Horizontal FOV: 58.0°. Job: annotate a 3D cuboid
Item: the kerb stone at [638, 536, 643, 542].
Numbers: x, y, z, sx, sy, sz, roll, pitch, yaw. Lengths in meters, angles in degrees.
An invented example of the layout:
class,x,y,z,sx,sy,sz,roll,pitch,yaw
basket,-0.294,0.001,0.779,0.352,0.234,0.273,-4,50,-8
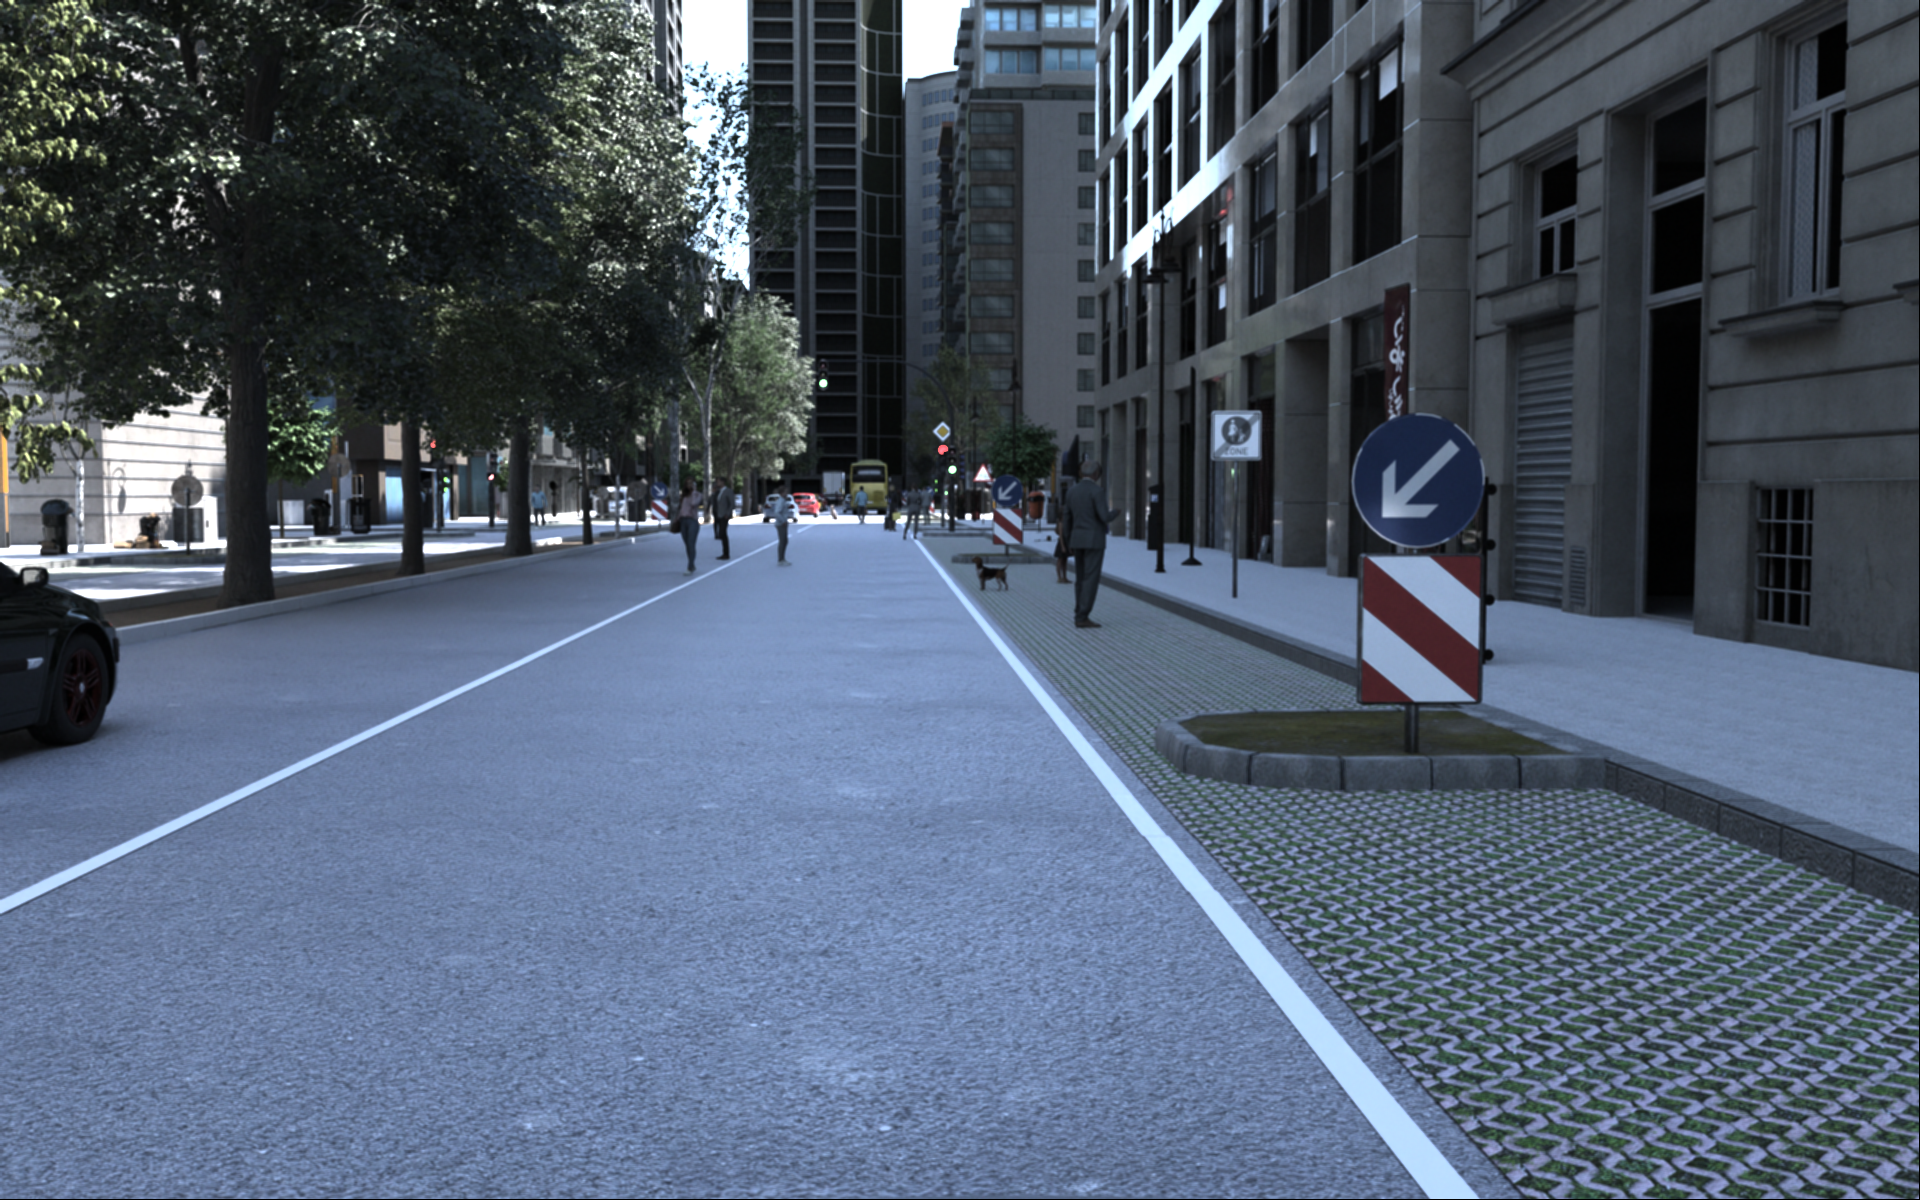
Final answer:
class,x,y,z,sx,sy,sz,roll,pitch,yaw
kerb stone,-9.669,-1.804,51.709,0.120,0.150,1.000,0,4,-3

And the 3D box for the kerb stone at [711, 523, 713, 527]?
class,x,y,z,sx,sy,sz,roll,pitch,yaw
kerb stone,-10.720,-3.153,73.746,0.120,0.150,1.000,0,4,-3

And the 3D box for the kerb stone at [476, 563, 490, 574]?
class,x,y,z,sx,sy,sz,roll,pitch,yaw
kerb stone,-8.703,-0.553,31.231,0.120,0.150,1.000,0,4,-3

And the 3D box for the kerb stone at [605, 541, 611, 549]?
class,x,y,z,sx,sy,sz,roll,pitch,yaw
kerb stone,-9.383,-1.428,45.551,0.120,0.150,1.000,0,4,-3

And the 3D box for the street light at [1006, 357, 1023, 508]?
class,x,y,z,sx,sy,sz,roll,pitch,yaw
street light,1.837,-5.252,58.659,0.468,5.910,1.993,0,4,-3

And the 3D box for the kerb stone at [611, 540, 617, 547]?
class,x,y,z,sx,sy,sz,roll,pitch,yaw
kerb stone,-9.431,-1.488,46.582,0.120,0.150,1.000,0,4,-3

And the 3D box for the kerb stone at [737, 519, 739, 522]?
class,x,y,z,sx,sy,sz,roll,pitch,yaw
kerb stone,-11.346,-3.962,87.057,0.120,0.150,1.000,0,4,-3

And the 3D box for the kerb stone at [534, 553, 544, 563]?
class,x,y,z,sx,sy,sz,roll,pitch,yaw
kerb stone,-8.948,-0.862,36.347,0.120,0.150,1.000,0,4,-3

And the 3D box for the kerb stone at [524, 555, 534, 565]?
class,x,y,z,sx,sy,sz,roll,pitch,yaw
kerb stone,-8.898,-0.797,35.327,0.120,0.150,1.000,0,4,-3

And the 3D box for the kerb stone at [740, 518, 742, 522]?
class,x,y,z,sx,sy,sz,roll,pitch,yaw
kerb stone,-11.444,-4.087,89.108,0.120,0.150,1.000,0,4,-3

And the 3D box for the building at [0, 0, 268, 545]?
class,x,y,z,sx,sy,sz,roll,pitch,yaw
building,-33.317,-12.625,48.212,24.055,21.916,13.314,0,4,-3

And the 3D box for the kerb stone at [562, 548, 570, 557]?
class,x,y,z,sx,sy,sz,roll,pitch,yaw
kerb stone,-9.092,-1.051,39.424,0.120,0.150,1.000,0,4,-3

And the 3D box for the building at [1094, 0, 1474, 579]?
class,x,y,z,sx,sy,sz,roll,pitch,yaw
building,14.785,-14.377,39.582,19.350,26.468,34.151,0,4,-3

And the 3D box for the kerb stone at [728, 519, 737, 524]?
class,x,y,z,sx,sy,sz,roll,pitch,yaw
kerb stone,-11.300,-3.903,86.036,0.120,0.150,1.000,0,4,-3

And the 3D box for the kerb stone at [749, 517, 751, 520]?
class,x,y,z,sx,sy,sz,roll,pitch,yaw
kerb stone,-11.747,-4.469,95.262,0.120,0.150,1.000,0,4,-3

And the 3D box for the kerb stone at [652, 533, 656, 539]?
class,x,y,z,sx,sy,sz,roll,pitch,yaw
kerb stone,-9.821,-1.993,54.784,0.120,0.150,1.000,0,4,-3

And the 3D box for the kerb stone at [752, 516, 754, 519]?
class,x,y,z,sx,sy,sz,roll,pitch,yaw
kerb stone,-11.829,-4.594,97.311,0.120,0.150,1.000,0,4,-3

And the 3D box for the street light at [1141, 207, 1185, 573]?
class,x,y,z,sx,sy,sz,roll,pitch,yaw
street light,3.283,-3.390,28.220,0.468,5.910,1.993,0,4,-3

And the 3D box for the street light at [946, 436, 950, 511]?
class,x,y,z,sx,sy,sz,roll,pitch,yaw
street light,-0.716,-8.468,111.239,0.468,5.910,1.993,0,4,-3

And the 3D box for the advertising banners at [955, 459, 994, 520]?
class,x,y,z,sx,sy,sz,roll,pitch,yaw
advertising banners,0.765,-5.538,86.740,2.074,3.025,0.090,1,4,16

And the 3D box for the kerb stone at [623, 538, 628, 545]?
class,x,y,z,sx,sy,sz,roll,pitch,yaw
kerb stone,-9.531,-1.612,48.627,0.120,0.150,1.000,0,4,-3

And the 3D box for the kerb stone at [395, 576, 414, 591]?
class,x,y,z,sx,sy,sz,roll,pitch,yaw
kerb stone,-8.460,-0.239,26.101,0.120,0.150,1.000,0,4,-3

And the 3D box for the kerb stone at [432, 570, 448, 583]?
class,x,y,z,sx,sy,sz,roll,pitch,yaw
kerb stone,-8.551,-0.364,28.156,0.120,0.150,1.000,0,4,-3

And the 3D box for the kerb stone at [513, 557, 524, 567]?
class,x,y,z,sx,sy,sz,roll,pitch,yaw
kerb stone,-8.851,-0.740,34.300,0.120,0.150,1.000,0,4,-3

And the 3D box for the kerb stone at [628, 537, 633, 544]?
class,x,y,z,sx,sy,sz,roll,pitch,yaw
kerb stone,-9.572,-1.679,49.660,0.120,0.150,1.000,0,4,-3

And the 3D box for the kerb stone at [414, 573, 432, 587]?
class,x,y,z,sx,sy,sz,roll,pitch,yaw
kerb stone,-8.503,-0.301,27.122,0.120,0.150,1.000,0,4,-3

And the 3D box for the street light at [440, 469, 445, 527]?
class,x,y,z,sx,sy,sz,roll,pitch,yaw
street light,-19.955,-5.738,66.600,0.468,5.910,1.993,0,4,-3

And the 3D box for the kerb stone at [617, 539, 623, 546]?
class,x,y,z,sx,sy,sz,roll,pitch,yaw
kerb stone,-9.479,-1.554,47.602,0.120,0.150,1.000,0,4,-3

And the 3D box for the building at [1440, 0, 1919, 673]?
class,x,y,z,sx,sy,sz,roll,pitch,yaw
building,14.337,-10.661,7.587,16.112,22.955,30.059,0,4,-3

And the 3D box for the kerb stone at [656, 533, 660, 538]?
class,x,y,z,sx,sy,sz,roll,pitch,yaw
kerb stone,-9.876,-2.055,55.807,0.120,0.150,1.000,0,4,-3

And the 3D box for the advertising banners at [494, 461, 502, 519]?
class,x,y,z,sx,sy,sz,roll,pitch,yaw
advertising banners,-24.244,-5.795,90.932,0.090,3.025,2.074,0,4,-1

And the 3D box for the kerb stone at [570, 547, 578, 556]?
class,x,y,z,sx,sy,sz,roll,pitch,yaw
kerb stone,-9.138,-1.115,40.444,0.120,0.150,1.000,0,4,-3

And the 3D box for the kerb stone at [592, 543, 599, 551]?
class,x,y,z,sx,sy,sz,roll,pitch,yaw
kerb stone,-9.280,-1.303,43.509,0.120,0.150,1.000,0,4,-3

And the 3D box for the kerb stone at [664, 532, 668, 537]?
class,x,y,z,sx,sy,sz,roll,pitch,yaw
kerb stone,-9.967,-2.181,57.856,0.120,0.150,1.000,0,4,-3

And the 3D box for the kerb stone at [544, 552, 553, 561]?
class,x,y,z,sx,sy,sz,roll,pitch,yaw
kerb stone,-8.999,-0.925,37.372,0.120,0.150,1.000,0,4,-3

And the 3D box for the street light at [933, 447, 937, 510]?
class,x,y,z,sx,sy,sz,roll,pitch,yaw
street light,-2.085,-10.304,141.257,0.468,5.910,1.993,0,4,-3

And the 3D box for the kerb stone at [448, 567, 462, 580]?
class,x,y,z,sx,sy,sz,roll,pitch,yaw
kerb stone,-8.609,-0.424,29.178,0.120,0.150,1.000,0,4,-3

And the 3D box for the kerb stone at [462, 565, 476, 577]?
class,x,y,z,sx,sy,sz,roll,pitch,yaw
kerb stone,-8.660,-0.489,30.199,0.120,0.150,1.000,0,4,-3

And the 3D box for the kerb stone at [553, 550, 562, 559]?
class,x,y,z,sx,sy,sz,roll,pitch,yaw
kerb stone,-9.039,-0.986,38.394,0.120,0.150,1.000,0,4,-3

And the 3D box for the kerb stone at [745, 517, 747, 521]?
class,x,y,z,sx,sy,sz,roll,pitch,yaw
kerb stone,-11.593,-4.280,92.183,0.120,0.150,1.000,0,4,-3

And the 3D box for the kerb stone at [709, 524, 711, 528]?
class,x,y,z,sx,sy,sz,roll,pitch,yaw
kerb stone,-10.662,-3.088,72.724,0.120,0.150,1.000,0,4,-3

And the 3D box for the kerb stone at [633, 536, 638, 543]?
class,x,y,z,sx,sy,sz,roll,pitch,yaw
kerb stone,-9.619,-1.743,50.689,0.120,0.150,1.000,0,4,-3

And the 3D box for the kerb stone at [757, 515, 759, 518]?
class,x,y,z,sx,sy,sz,roll,pitch,yaw
kerb stone,-12.028,-4.846,101.421,0.120,0.150,1.000,0,4,-3

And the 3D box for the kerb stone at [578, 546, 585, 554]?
class,x,y,z,sx,sy,sz,roll,pitch,yaw
kerb stone,-9.184,-1.179,41.465,0.120,0.150,1.000,0,4,-3

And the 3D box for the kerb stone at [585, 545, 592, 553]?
class,x,y,z,sx,sy,sz,roll,pitch,yaw
kerb stone,-9.232,-1.241,42.488,0.120,0.150,1.000,0,4,-3

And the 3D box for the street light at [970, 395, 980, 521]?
class,x,y,z,sx,sy,sz,roll,pitch,yaw
street light,0.688,-6.623,81.074,0.468,5.910,1.993,0,4,-3

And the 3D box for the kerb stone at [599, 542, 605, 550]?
class,x,y,z,sx,sy,sz,roll,pitch,yaw
kerb stone,-9.336,-1.365,44.530,0.120,0.150,1.000,0,4,-3

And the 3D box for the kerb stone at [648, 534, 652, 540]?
class,x,y,z,sx,sy,sz,roll,pitch,yaw
kerb stone,-9.765,-1.931,53.764,0.120,0.150,1.000,0,4,-3

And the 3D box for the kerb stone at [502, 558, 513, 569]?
class,x,y,z,sx,sy,sz,roll,pitch,yaw
kerb stone,-8.799,-0.678,33.280,0.120,0.150,1.000,0,4,-3

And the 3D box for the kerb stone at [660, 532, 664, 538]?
class,x,y,z,sx,sy,sz,roll,pitch,yaw
kerb stone,-9.913,-2.118,56.831,0.120,0.150,1.000,0,4,-3

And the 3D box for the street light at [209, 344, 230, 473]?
class,x,y,z,sx,sy,sz,roll,pitch,yaw
street light,-18.999,-4.410,44.894,0.468,5.910,1.993,0,4,-3

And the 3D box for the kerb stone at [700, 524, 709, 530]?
class,x,y,z,sx,sy,sz,roll,pitch,yaw
kerb stone,-10.626,-3.027,71.702,0.120,0.150,1.000,0,4,-3

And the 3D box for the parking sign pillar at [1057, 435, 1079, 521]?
class,x,y,z,sx,sy,sz,roll,pitch,yaw
parking sign pillar,4.964,-5.472,77.937,1.447,3.967,1.447,1,4,20

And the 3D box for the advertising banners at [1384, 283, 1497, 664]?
class,x,y,z,sx,sy,sz,roll,pitch,yaw
advertising banners,3.796,-1.083,13.893,0.090,3.025,2.074,-1,4,-9

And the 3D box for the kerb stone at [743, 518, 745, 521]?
class,x,y,z,sx,sy,sz,roll,pitch,yaw
kerb stone,-11.548,-4.217,91.149,0.120,0.150,1.000,0,4,-3

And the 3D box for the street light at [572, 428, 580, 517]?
class,x,y,z,sx,sy,sz,roll,pitch,yaw
street light,-21.295,-7.565,96.481,0.468,5.910,1.993,0,4,-3

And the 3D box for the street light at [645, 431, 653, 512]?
class,x,y,z,sx,sy,sz,roll,pitch,yaw
street light,-22.783,-9.442,127.165,0.468,5.910,1.993,0,4,-3

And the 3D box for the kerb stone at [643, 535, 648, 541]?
class,x,y,z,sx,sy,sz,roll,pitch,yaw
kerb stone,-9.719,-1.868,52.737,0.120,0.150,1.000,0,4,-3

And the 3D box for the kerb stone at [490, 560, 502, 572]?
class,x,y,z,sx,sy,sz,roll,pitch,yaw
kerb stone,-8.750,-0.614,32.252,0.120,0.150,1.000,0,4,-3
